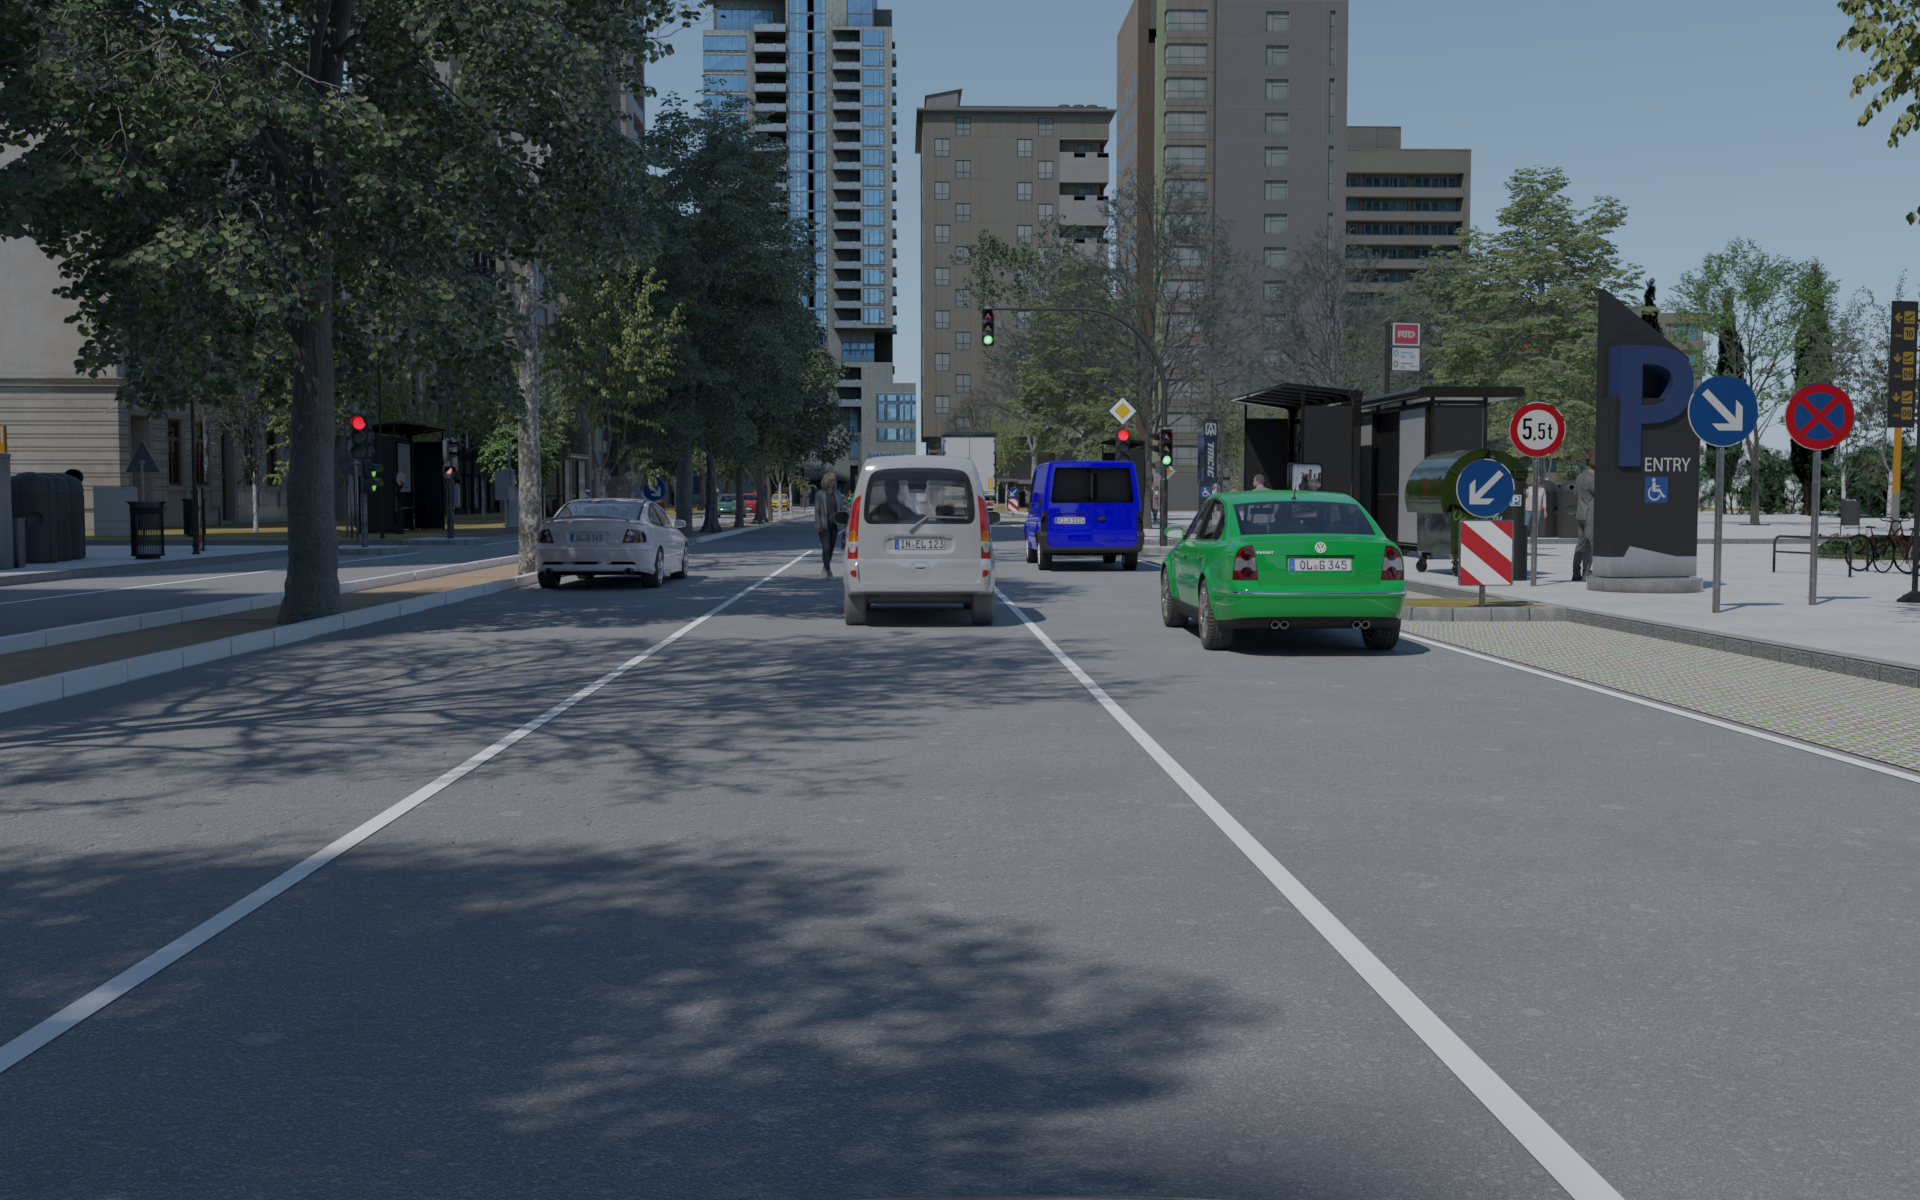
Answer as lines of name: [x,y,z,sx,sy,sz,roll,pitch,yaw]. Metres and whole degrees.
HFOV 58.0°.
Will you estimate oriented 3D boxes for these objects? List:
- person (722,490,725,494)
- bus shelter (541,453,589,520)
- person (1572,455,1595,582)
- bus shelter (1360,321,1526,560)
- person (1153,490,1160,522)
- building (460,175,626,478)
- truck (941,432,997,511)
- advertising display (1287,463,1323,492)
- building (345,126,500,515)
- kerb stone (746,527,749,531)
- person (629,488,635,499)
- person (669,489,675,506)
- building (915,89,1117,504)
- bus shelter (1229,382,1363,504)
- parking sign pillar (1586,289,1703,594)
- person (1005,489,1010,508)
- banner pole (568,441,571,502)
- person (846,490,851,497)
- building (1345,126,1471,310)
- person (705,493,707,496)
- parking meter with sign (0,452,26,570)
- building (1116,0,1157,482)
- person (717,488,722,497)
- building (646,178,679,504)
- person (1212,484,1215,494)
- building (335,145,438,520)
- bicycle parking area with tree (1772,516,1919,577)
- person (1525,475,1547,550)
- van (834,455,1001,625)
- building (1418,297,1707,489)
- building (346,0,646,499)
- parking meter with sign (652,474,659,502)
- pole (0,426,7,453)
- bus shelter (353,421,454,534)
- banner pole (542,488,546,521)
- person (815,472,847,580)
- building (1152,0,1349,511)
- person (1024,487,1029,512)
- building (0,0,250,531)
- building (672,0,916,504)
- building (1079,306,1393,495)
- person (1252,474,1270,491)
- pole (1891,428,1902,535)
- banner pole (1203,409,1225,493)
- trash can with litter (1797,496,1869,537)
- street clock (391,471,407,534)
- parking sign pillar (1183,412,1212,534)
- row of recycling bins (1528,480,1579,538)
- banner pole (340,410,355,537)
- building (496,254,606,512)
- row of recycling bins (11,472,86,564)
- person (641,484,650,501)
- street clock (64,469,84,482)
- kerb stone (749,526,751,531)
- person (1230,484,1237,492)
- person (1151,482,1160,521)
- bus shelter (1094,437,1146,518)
person: [-25.091,-10.839,183.967,1.217,1.736,0.721,-1,4,-12]
bus shelter: [-20.924,-6.814,89.038,2.179,5.291,8.768,0,4,-2]
person: [9.240,-1.192,25.346,0.447,1.846,0.655,0,4,-8]
bus shelter: [9.787,-3.690,37.964,2.179,5.291,8.768,0,4,-2]
person: [8.991,-4.362,79.179,0.330,1.601,0.589,0,4,4]
building: [-39.249,-23.782,160.539,14.160,30.474,14.107,0,4,-2]
truck: [0.326,-5.801,83.759,2.839,4.237,11.283,0,4,-1]
advertising display: [7.124,-1.871,35.812,0.974,1.923,0.123,-3,4,-38]
building: [-37.238,-17.099,109.248,12.332,23.373,15.834,0,4,-2]
kerb stone: [-8.183,-2.644,65.503,0.120,0.150,1.000,0,4,-2]
person: [-23.186,-7.079,122.530,0.760,1.731,0.466,2,4,25]
person: [-31.448,-11.229,189.647,0.705,1.822,1.348,-3,5,-44]
building: [7.786,-39.451,234.262,27.495,52.752,28.713,0,4,-2]
bus shelter: [7.597,-2.957,39.637,1.731,3.624,6.357,0,4,-2]
parking sign pillar: [9.095,-2.106,22.910,1.447,3.967,1.447,-1,4,-13]
person: [4.267,-9.091,155.595,0.541,1.710,0.530,-3,4,-36]
banner pole: [-18.532,-5.645,82.320,0.401,3.779,0.863,-1,4,-11]
person: [-11.863,-10.926,187.082,1.348,1.831,0.705,-3,5,-41]
building: [54.062,-37.167,231.375,21.600,48.544,21.300,0,4,-2]
person: [-24.096,-9.624,164.872,0.593,1.643,0.415,2,4,34]
parking meter with sign: [-16.389,-2.024,29.357,0.543,3.016,1.738,-1,4,-10]
building: [21.556,-30.782,153.396,14.600,45.320,14.200,0,4,-2]
person: [-17.503,-7.156,124.864,0.648,1.900,0.474,2,4,24]
building: [-44.105,-33.140,225.437,14.086,41.232,14.154,0,4,-2]
person: [14.402,-5.692,98.948,0.661,1.843,0.795,0,4,-1]
building: [-35.207,-15.579,90.872,11.583,22.565,21.152,0,4,-2]
bicycle parking area with tree: [17.358,-2.375,25.835,8.231,4.147,9.016,0,4,1]
person: [13.104,-2.034,39.965,0.731,1.740,0.598,0,3,0]
van: [-0.494,-0.813,20.312,2.013,2.044,4.112,0,4,-2]
building: [56.239,-20.407,178.688,28.899,21.520,27.650,0,4,-2]
building: [-46.965,-38.896,177.954,28.212,58.520,21.231,0,4,-2]
parking meter with sign: [-21.515,-7.749,122.960,0.543,3.016,1.738,-2,4,-25]
pole: [-28.460,-3.532,51.587,0.158,3.312,0.155,0,3,0]
bus shelter: [-18.785,-4.127,58.755,1.731,3.624,6.357,0,4,-2]
banner pole: [-20.124,-5.715,83.459,0.401,3.779,0.863,-3,4,-37]
person: [-2.134,-1.246,29.061,0.709,1.800,0.728,-2,4,-28]
building: [22.360,-27.835,138.693,14.154,41.232,14.086,0,4,-2]
person: [4.581,-7.025,121.236,0.599,1.781,0.374,-3,5,-41]
building: [-34.802,-14.288,69.762,11.583,22.565,21.152,0,4,-2]
building: [-21.445,-56.041,228.946,31.000,86.520,22.319,0,4,-2]
building: [27.473,-20.298,176.908,27.650,21.520,28.899,0,4,-2]
person: [5.823,-1.519,33.434,0.635,1.810,0.391,-3,4,-38]
pole: [22.357,-2.905,41.339,0.158,3.312,0.155,0,3,0]
banner pole: [7.503,-3.725,50.916,0.863,3.779,0.401,-2,4,-24]
trash can with litter: [26.251,-2.494,51.842,2.233,1.210,1.678,3,5,41]
street clock: [-17.827,-3.088,55.056,0.358,2.002,0.471,2,4,24]
parking sign pillar: [7.966,-4.141,56.174,1.447,3.967,1.447,0,4,6]
row of recycling bins: [16.887,-2.708,51.390,1.069,1.692,3.534,-3,5,-44]
banner pole: [-18.345,-3.781,51.839,0.401,3.779,0.863,-1,4,-13]
building: [-44.827,-17.977,138.969,27.650,21.520,28.899,0,4,-2]
row of recycling bins: [-17.614,-1.613,33.487,1.069,1.692,3.534,-1,4,-17]
person: [-9.259,-2.588,51.390,0.524,1.755,0.480,-1,4,-11]
street clock: [-25.512,-2.772,49.892,0.471,2.002,0.358,0,4,-7]
kerb stone: [-8.220,-2.707,66.532,0.120,0.150,1.000,0,4,-2]
person: [13.579,-4.852,85.921,0.519,1.759,0.362,0,4,1]
person: [9.018,-4.607,81.151,0.755,1.850,0.659,1,4,9]
bus shelter: [6.975,-5.112,74.860,1.731,3.624,6.357,0,4,-2]
